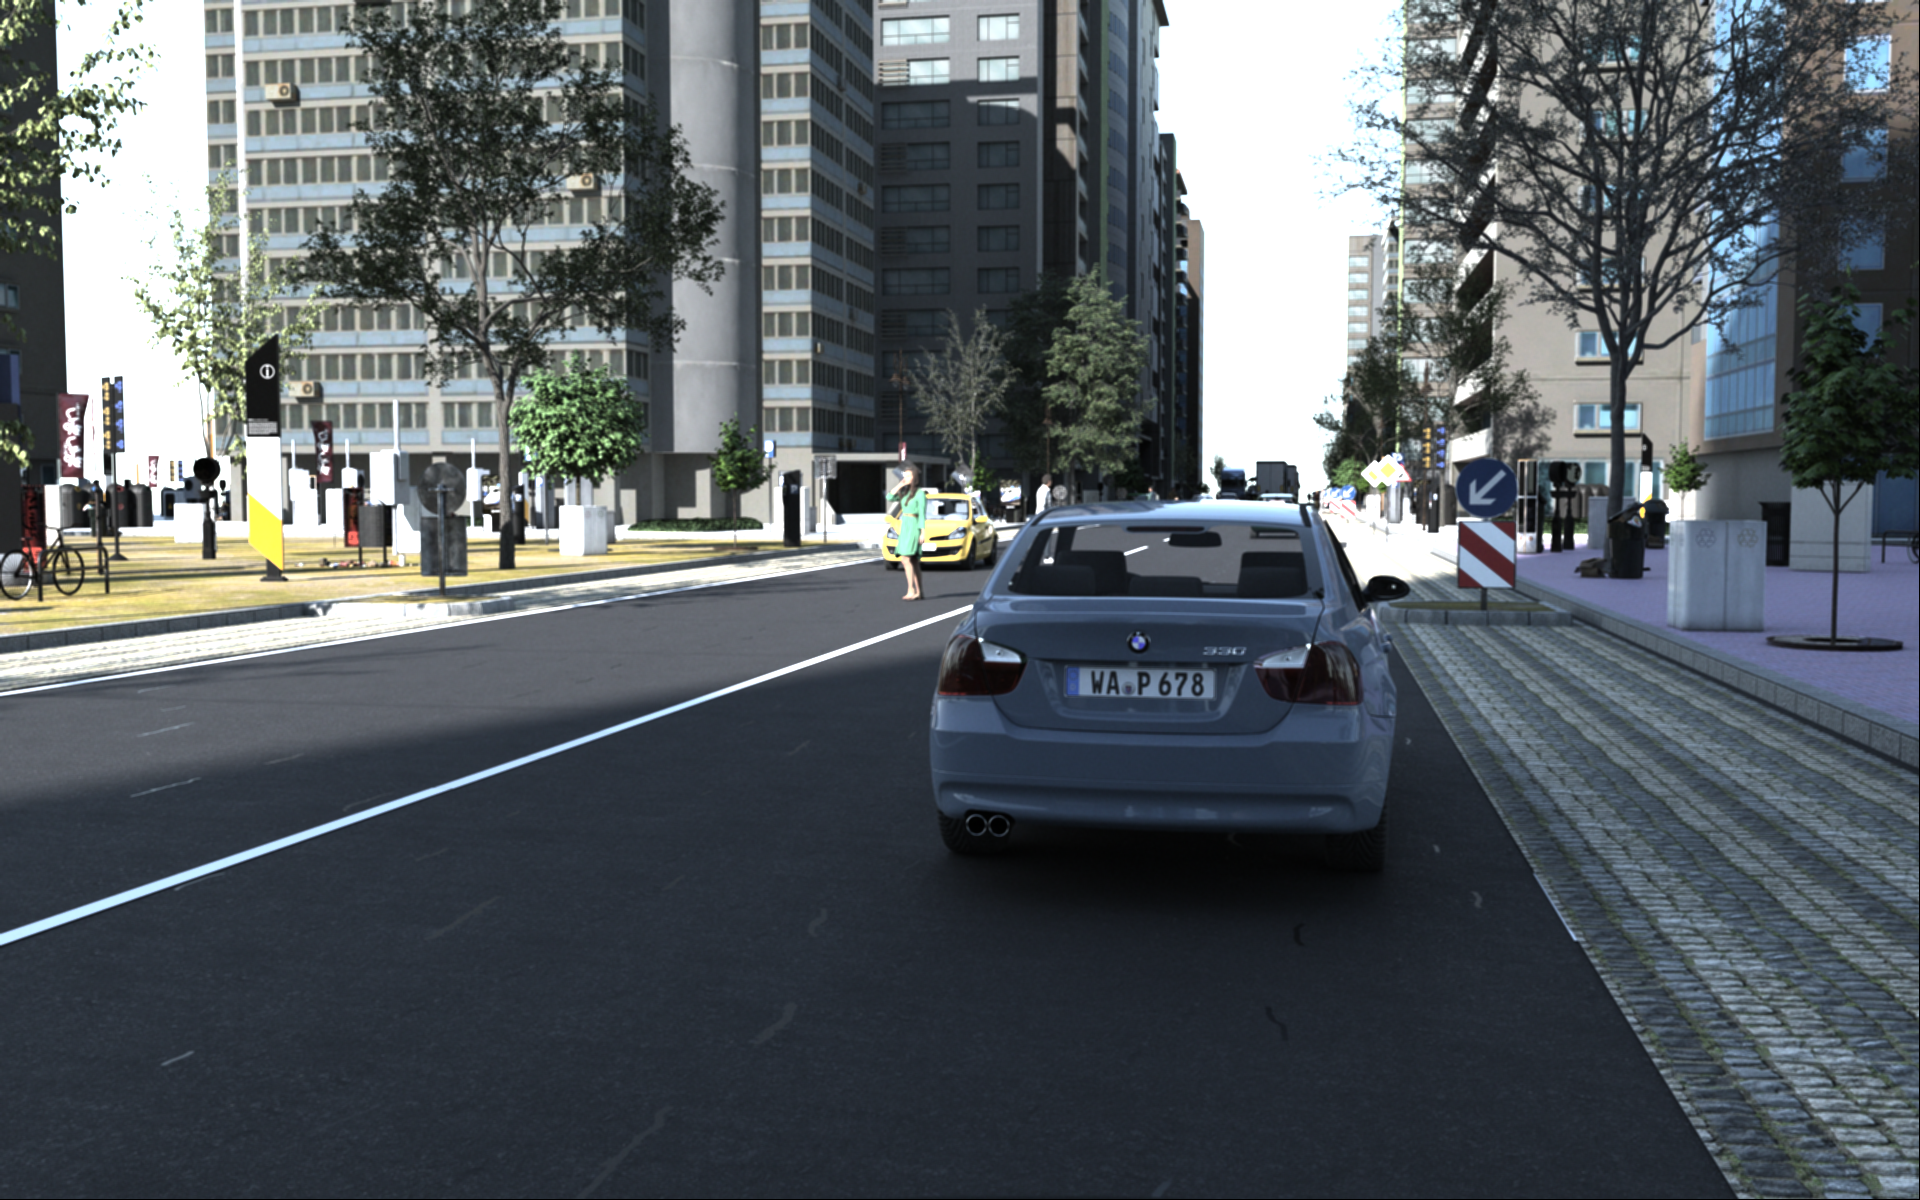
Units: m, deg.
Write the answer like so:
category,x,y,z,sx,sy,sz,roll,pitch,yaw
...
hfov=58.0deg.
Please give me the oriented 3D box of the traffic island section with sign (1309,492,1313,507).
category,x,y,z,sx,sy,sz,roll,pitch,yaw
traffic island section with sign,31.352,-8.636,149.820,1.989,1.847,2.006,1,4,11

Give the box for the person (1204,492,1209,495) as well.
category,x,y,z,sx,sy,sz,roll,pitch,yaw
person,28.583,-11.711,200.782,0.742,1.727,0.445,2,4,27

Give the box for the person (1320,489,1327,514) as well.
category,x,y,z,sx,sy,sz,roll,pitch,yaw
person,26.095,-7.070,124.289,0.583,1.804,0.606,1,4,19

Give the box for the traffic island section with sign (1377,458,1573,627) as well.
category,x,y,z,sx,sy,sz,roll,pitch,yaw
traffic island section with sign,5.796,-0.678,19.709,1.989,1.847,2.006,1,4,11

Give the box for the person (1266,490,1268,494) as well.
category,x,y,z,sx,sy,sz,roll,pitch,yaw
person,23.592,-7.558,132.788,1.217,1.736,0.721,3,5,44

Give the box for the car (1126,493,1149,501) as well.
category,x,y,z,sx,sy,sz,roll,pitch,yaw
car,11.367,-6.249,110.968,1.959,1.807,4.718,1,4,11

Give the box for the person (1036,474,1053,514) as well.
category,x,y,z,sx,sy,sz,roll,pitch,yaw
person,1.671,-1.696,36.068,0.795,1.843,0.661,0,4,3

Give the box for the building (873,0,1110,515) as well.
category,x,y,z,sx,sy,sz,roll,pitch,yaw
building,1.898,-26.204,112.033,14.154,41.232,14.086,1,4,11

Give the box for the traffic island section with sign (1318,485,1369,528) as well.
category,x,y,z,sx,sy,sz,roll,pitch,yaw
traffic island section with sign,16.528,-4.021,74.366,1.989,1.847,2.006,1,4,11

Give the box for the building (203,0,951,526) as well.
category,x,y,z,sx,sy,sz,roll,pitch,yaw
building,-17.321,-23.754,80.257,32.217,40.220,23.993,1,4,11

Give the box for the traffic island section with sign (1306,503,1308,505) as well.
category,x,y,z,sx,sy,sz,roll,pitch,yaw
traffic island section with sign,36.649,-10.286,176.810,1.989,1.847,2.006,1,4,11

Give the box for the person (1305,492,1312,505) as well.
category,x,y,z,sx,sy,sz,roll,pitch,yaw
person,44.363,-12.947,220.712,0.750,1.759,0.617,-3,4,-36

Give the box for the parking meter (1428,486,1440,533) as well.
category,x,y,z,sx,sy,sz,roll,pitch,yaw
parking meter,15.663,-2.988,57.266,0.372,1.533,0.369,0,3,0

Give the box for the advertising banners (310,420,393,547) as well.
category,x,y,z,sx,sy,sz,roll,pitch,yaw
advertising banners,-14.644,-2.795,41.880,2.074,3.025,0.090,-3,5,-41

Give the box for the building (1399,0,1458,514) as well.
category,x,y,z,sx,sy,sz,roll,pitch,yaw
building,36.645,-26.463,116.259,14.154,41.232,14.086,1,4,11

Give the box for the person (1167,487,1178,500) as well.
category,x,y,z,sx,sy,sz,roll,pitch,yaw
person,12.491,-5.679,101.268,0.656,1.842,0.836,-1,4,-22

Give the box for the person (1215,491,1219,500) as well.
category,x,y,z,sx,sy,sz,roll,pitch,yaw
person,32.786,-12.978,220.693,0.705,1.824,1.348,-1,4,-16

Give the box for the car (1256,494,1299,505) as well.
category,x,y,z,sx,sy,sz,roll,pitch,yaw
car,10.424,-2.882,56.914,2.009,1.686,4.222,1,4,11

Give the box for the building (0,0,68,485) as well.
category,x,y,z,sx,sy,sz,roll,pitch,yaw
building,-55.989,-27.640,75.620,21.600,48.544,21.300,1,4,11

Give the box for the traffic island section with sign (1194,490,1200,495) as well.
category,x,y,z,sx,sy,sz,roll,pitch,yaw
traffic island section with sign,24.571,-10.432,179.185,1.989,1.847,2.006,1,4,11

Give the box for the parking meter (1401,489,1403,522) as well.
category,x,y,z,sx,sy,sz,roll,pitch,yaw
parking meter,20.539,-4.442,81.044,0.372,1.533,0.369,0,3,0

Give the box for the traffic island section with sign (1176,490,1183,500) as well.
category,x,y,z,sx,sy,sz,roll,pitch,yaw
traffic island section with sign,19.284,-8.786,152.281,1.989,1.847,2.006,1,4,11

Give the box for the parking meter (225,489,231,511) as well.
category,x,y,z,sx,sy,sz,roll,pitch,yaw
parking meter,-39.673,-5.232,93.956,0.372,1.533,0.369,0,3,0

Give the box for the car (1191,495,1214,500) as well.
category,x,y,z,sx,sy,sz,roll,pitch,yaw
car,16.280,-6.356,116.285,2.083,1.381,4.827,1,4,11

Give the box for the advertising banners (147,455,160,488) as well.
category,x,y,z,sx,sy,sz,roll,pitch,yaw
advertising banners,-36.491,-4.924,76.698,2.074,3.025,0.090,-3,4,-38

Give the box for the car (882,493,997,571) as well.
category,x,y,z,sx,sy,sz,roll,pitch,yaw
car,-0.361,-1.438,33.733,2.015,1.641,3.980,1,4,10

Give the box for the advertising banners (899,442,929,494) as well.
category,x,y,z,sx,sy,sz,roll,pitch,yaw
advertising banners,-1.542,-3.747,57.453,0.090,3.025,2.074,-2,4,-29

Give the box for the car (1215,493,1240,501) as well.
category,x,y,z,sx,sy,sz,roll,pitch,yaw
car,23.002,-8.537,148.619,2.155,1.783,4.494,1,4,12

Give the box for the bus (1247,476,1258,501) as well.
category,x,y,z,sx,sy,sz,roll,pitch,yaw
bus,41.960,-15.435,243.906,2.896,3.916,12.252,1,4,13

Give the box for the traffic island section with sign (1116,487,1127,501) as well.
category,x,y,z,sx,sy,sz,roll,pitch,yaw
traffic island section with sign,9.685,-5.801,103.473,1.989,1.847,2.006,1,4,11

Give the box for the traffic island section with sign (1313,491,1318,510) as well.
category,x,y,z,sx,sy,sz,roll,pitch,yaw
traffic island section with sign,21.730,-5.638,100.816,1.989,1.847,2.006,1,4,11

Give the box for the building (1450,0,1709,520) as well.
category,x,y,z,sx,sy,sz,roll,pitch,yaw
building,35.001,-27.922,80.233,21.300,48.544,21.600,1,4,11

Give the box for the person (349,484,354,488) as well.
category,x,y,z,sx,sy,sz,roll,pitch,yaw
person,-18.470,-2.689,53.130,0.598,1.740,0.731,0,4,-3

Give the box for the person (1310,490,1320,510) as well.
category,x,y,z,sx,sy,sz,roll,pitch,yaw
person,26.443,-7.311,128.554,1.217,1.766,0.721,-2,4,-30

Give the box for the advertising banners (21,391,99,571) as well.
category,x,y,z,sx,sy,sz,roll,pitch,yaw
advertising banners,-15.867,-2.035,29.453,2.074,3.025,0.090,-3,5,-41

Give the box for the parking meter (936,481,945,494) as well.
category,x,y,z,sx,sy,sz,roll,pitch,yaw
parking meter,-0.896,-4.468,78.766,0.399,1.863,0.255,1,4,18

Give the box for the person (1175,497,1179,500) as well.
category,x,y,z,sx,sy,sz,roll,pitch,yaw
person,8.347,-3.298,66.695,0.640,1.303,0.475,3,5,44

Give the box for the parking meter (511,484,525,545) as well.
category,x,y,z,sx,sy,sz,roll,pitch,yaw
parking meter,-11.270,-2.181,44.072,0.372,1.533,0.369,0,3,0

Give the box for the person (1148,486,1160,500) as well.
category,x,y,z,sx,sy,sz,roll,pitch,yaw
person,9.656,-4.832,87.493,0.794,1.824,0.713,-2,4,-27

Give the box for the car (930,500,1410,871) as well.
category,x,y,z,sx,sy,sz,roll,pitch,yaw
car,1.061,0.244,8.010,2.014,1.417,4.499,1,4,12

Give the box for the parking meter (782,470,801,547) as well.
category,x,y,z,sx,sy,sz,roll,pitch,yaw
parking meter,-4.063,-2.204,41.746,0.399,1.863,0.255,-2,4,-31

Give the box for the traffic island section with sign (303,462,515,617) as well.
category,x,y,z,sx,sy,sz,roll,pitch,yaw
traffic island section with sign,-6.528,-0.754,20.961,1.989,1.847,2.006,1,4,11

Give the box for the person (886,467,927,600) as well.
category,x,y,z,sx,sy,sz,roll,pitch,yaw
person,-0.632,-0.896,23.395,0.600,1.795,0.529,3,5,39

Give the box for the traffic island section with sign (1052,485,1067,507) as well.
category,x,y,z,sx,sy,sz,roll,pitch,yaw
traffic island section with sign,4.412,-4.158,76.610,1.989,1.847,2.006,1,4,11

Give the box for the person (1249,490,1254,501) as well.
category,x,y,z,sx,sy,sz,roll,pitch,yaw
person,26.030,-8.954,154.902,0.705,1.822,1.348,1,4,21

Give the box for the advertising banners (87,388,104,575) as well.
category,x,y,z,sx,sy,sz,roll,pitch,yaw
advertising banners,-14.007,-1.952,28.099,0.090,3.025,2.074,-2,4,-28

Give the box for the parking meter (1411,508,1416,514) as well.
category,x,y,z,sx,sy,sz,roll,pitch,yaw
parking meter,29.007,-6.409,110.504,0.255,1.863,0.399,3,5,45
